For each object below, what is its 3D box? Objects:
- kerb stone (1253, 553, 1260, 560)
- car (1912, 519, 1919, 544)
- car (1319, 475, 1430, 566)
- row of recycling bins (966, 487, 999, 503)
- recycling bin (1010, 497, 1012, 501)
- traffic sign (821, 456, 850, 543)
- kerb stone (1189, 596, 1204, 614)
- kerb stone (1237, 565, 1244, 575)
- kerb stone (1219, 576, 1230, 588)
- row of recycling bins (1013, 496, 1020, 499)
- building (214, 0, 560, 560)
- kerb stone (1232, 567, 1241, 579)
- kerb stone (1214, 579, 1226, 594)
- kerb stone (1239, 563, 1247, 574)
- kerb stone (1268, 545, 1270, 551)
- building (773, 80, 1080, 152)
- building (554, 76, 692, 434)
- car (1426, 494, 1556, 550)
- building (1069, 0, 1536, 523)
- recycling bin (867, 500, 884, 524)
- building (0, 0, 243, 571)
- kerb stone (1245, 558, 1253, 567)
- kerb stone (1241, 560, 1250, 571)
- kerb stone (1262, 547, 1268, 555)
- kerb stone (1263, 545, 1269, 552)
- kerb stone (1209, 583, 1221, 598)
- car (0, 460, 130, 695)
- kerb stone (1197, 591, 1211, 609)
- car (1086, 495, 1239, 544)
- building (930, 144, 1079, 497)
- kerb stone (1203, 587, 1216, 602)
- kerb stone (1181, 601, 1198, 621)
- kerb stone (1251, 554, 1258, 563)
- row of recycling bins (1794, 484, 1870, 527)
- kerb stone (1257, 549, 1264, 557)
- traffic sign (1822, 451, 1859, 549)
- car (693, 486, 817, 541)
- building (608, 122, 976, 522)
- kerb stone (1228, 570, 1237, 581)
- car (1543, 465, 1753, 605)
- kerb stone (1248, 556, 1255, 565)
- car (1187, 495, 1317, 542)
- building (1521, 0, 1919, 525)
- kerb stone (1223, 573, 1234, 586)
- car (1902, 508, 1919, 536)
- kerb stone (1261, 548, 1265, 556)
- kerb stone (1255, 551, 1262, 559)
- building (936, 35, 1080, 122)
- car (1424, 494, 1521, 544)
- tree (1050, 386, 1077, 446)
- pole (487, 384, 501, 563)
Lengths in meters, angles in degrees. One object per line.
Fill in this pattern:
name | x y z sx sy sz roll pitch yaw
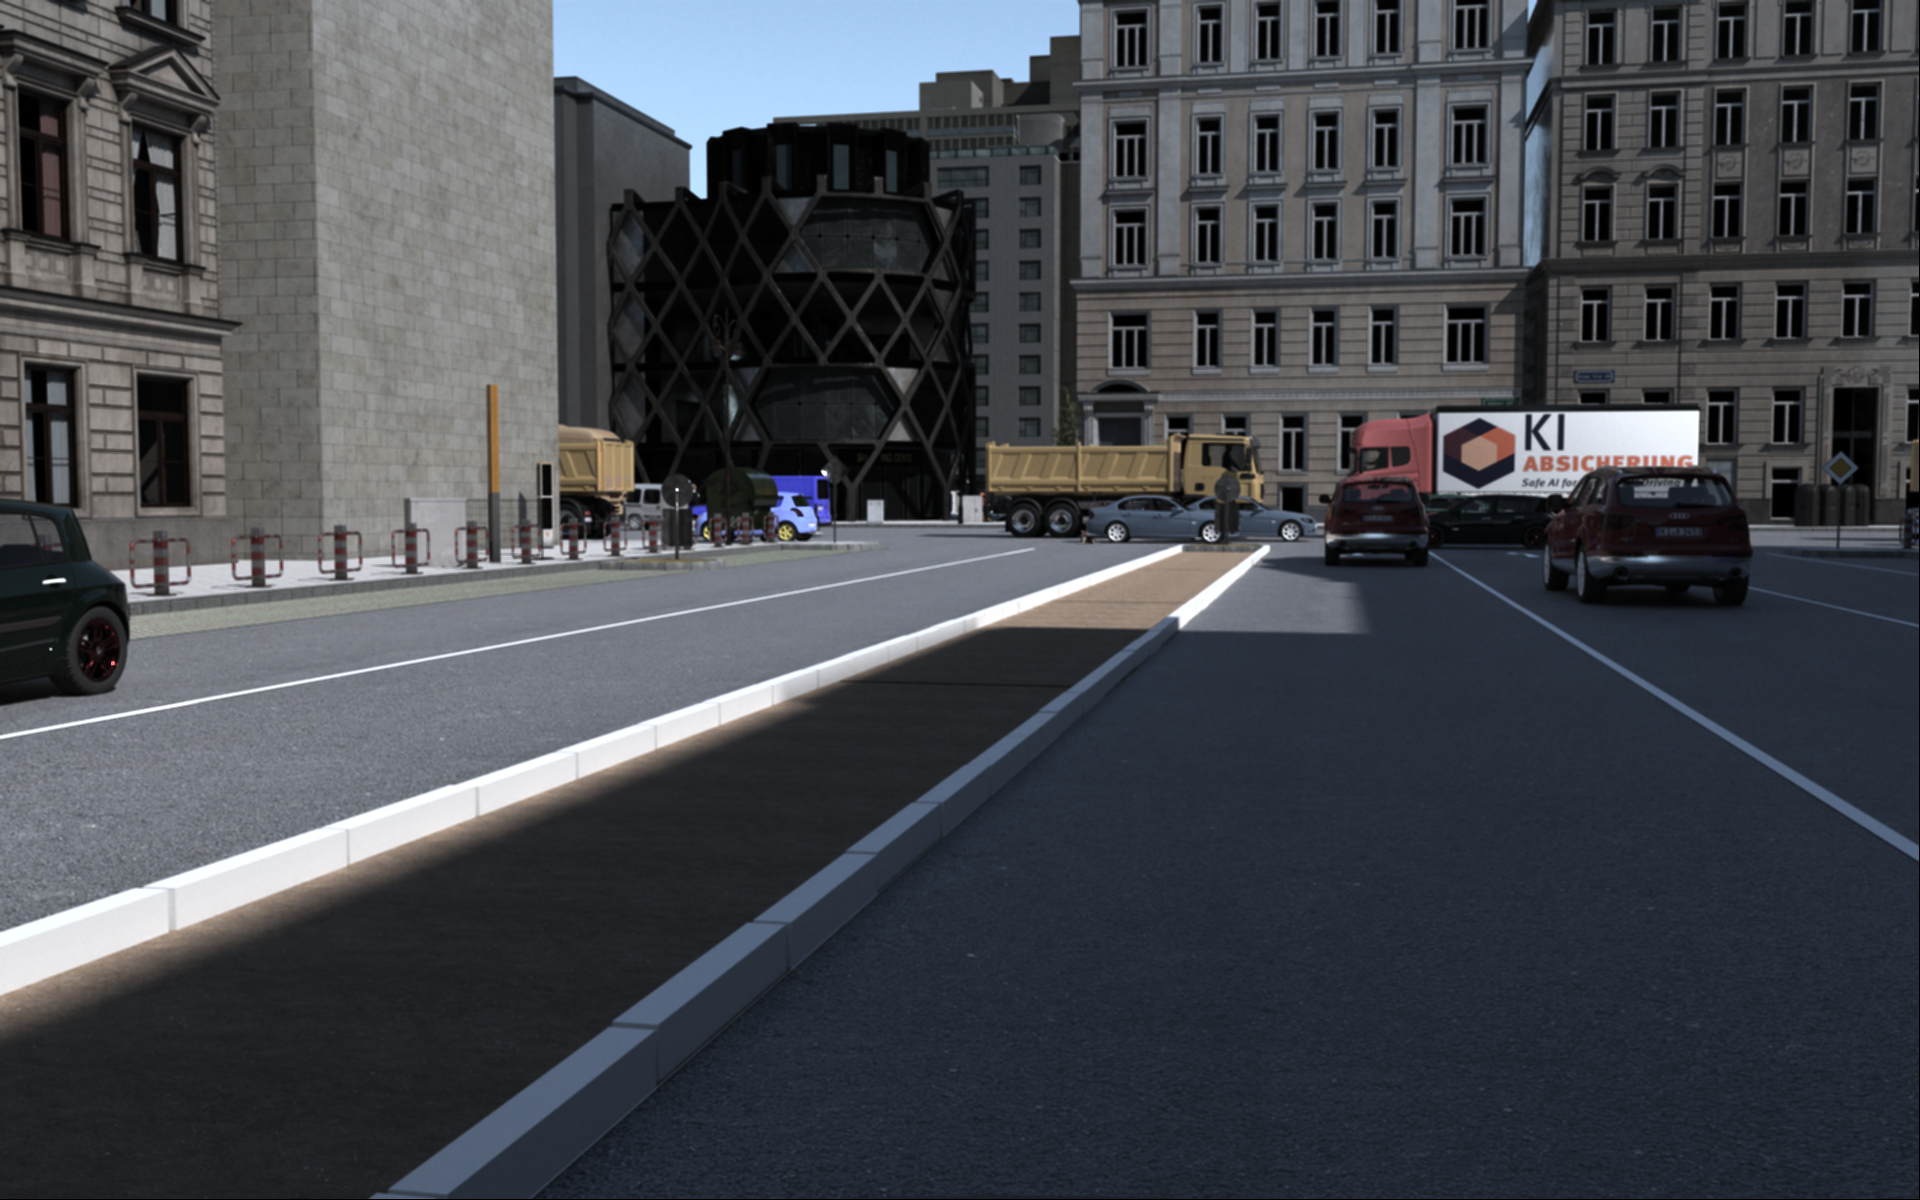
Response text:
kerb stone | 6.075 -0.839 35.907 0.120 0.150 1.000 1 4 12
car | 26.159 -2.093 43.818 3.694 1.707 1.945 1 4 11
car | 8.654 -1.682 36.178 2.281 1.827 5.304 1 4 12
row of recycling bins | 1.433 -7.101 123.208 1.069 1.692 3.534 3 5 44
recycling bin | 4.377 -7.632 137.338 0.722 1.027 0.722 -1 4 -19
traffic sign | -3.278 -2.551 45.350 0.795 2.450 0.064 1 4 12
kerb stone | 2.803 0.087 20.773 0.120 0.150 1.000 1 4 12
kerb stone | 4.768 -0.468 29.850 0.120 0.150 1.000 1 4 12
kerb stone | 3.894 -0.221 25.816 0.120 0.150 1.000 1 4 12
row of recycling bins | 5.559 -7.341 127.135 3.534 1.692 1.069 -1 4 -12
building | -19.366 -11.308 39.633 16.860 20.320 10.420 1 4 12
kerb stone | 4.548 -0.407 28.847 0.120 0.150 1.000 1 4 12
kerb stone | 3.677 -0.160 24.806 0.120 0.150 1.000 1 4 12
kerb stone | 4.989 -0.522 30.855 0.120 0.150 1.000 1 4 12
kerb stone | 7.387 -1.207 41.936 0.120 0.150 1.000 1 4 12
building | 0.907 -29.066 167.112 32.217 40.220 23.993 1 4 12
building | -30.722 -16.608 90.610 30.058 24.678 14.314 1 4 12
car | 13.731 -2.200 45.757 4.222 1.686 2.009 1 4 13
building | 16.002 -18.098 81.810 20.117 28.700 13.634 1 4 12
recycling bin | -3.690 -3.847 75.455 0.722 1.027 0.722 0 4 -1
building | -19.971 -9.738 23.847 10.561 19.102 19.286 1 4 12
kerb stone | 5.426 -0.653 32.882 0.120 0.150 1.000 1 4 12
kerb stone | 5.203 -0.591 31.866 0.120 0.150 1.000 1 4 12
kerb stone | 6.951 -1.084 39.918 0.120 0.150 1.000 1 4 12
kerb stone | 7.168 -1.145 40.921 0.120 0.150 1.000 1 4 12
kerb stone | 3.460 -0.098 23.792 0.120 0.150 1.000 1 4 12
car | -7.209 -0.083 11.137 2.009 1.686 4.222 1 4 10
kerb stone | 3.026 0.026 21.775 0.120 0.150 1.000 1 4 12
car | 5.990 -2.395 51.161 4.499 1.417 2.014 1 4 12
building | 4.962 -22.955 147.016 14.160 30.474 14.107 1 4 12
kerb stone | 3.241 -0.036 22.790 0.120 0.150 1.000 1 4 12
kerb stone | 2.583 0.148 19.771 0.120 0.150 1.000 1 4 12
kerb stone | 5.866 -0.777 34.903 0.120 0.150 1.000 1 4 12
row of recycling bins | 34.523 -3.750 68.432 3.534 1.692 1.069 -1 4 -22
kerb stone | 6.511 -0.960 37.914 0.120 0.150 1.000 1 4 12
traffic sign | 20.415 -2.237 40.220 0.795 2.450 0.064 1 4 12
car | -6.192 -2.607 52.222 3.694 1.707 1.945 1 4 13
building | -7.326 -13.492 88.052 16.811 18.784 16.820 1 4 12
kerb stone | 4.329 -0.345 27.833 0.120 0.150 1.000 1 4 12
car | 9.431 -0.941 24.054 2.281 1.827 5.304 1 4 11
kerb stone | 5.640 -0.716 33.898 0.120 0.150 1.000 1 4 12
car | 8.615 -2.504 52.941 4.499 1.417 2.014 1 4 12
building | 37.818 -17.034 75.767 25.104 27.353 12.463 1 4 12
kerb stone | 4.112 -0.283 26.826 0.120 0.150 1.000 1 4 12
car | 28.531 -2.181 47.666 4.499 1.417 2.014 1 4 14
kerb stone | 6.721 -1.023 38.918 0.120 0.150 1.000 1 4 12
kerb stone | 6.293 -0.900 36.910 0.120 0.150 1.000 1 4 12
building | 9.955 -34.588 189.223 21.600 48.544 21.300 1 4 12
car | 14.532 -2.358 50.347 4.920 1.459 2.131 1 4 12
tree | 7.656 -9.930 112.712 4.737 8.622 4.395 0 3 0
pole | -8.718 -2.356 32.368 0.158 3.312 0.155 0 3 0
